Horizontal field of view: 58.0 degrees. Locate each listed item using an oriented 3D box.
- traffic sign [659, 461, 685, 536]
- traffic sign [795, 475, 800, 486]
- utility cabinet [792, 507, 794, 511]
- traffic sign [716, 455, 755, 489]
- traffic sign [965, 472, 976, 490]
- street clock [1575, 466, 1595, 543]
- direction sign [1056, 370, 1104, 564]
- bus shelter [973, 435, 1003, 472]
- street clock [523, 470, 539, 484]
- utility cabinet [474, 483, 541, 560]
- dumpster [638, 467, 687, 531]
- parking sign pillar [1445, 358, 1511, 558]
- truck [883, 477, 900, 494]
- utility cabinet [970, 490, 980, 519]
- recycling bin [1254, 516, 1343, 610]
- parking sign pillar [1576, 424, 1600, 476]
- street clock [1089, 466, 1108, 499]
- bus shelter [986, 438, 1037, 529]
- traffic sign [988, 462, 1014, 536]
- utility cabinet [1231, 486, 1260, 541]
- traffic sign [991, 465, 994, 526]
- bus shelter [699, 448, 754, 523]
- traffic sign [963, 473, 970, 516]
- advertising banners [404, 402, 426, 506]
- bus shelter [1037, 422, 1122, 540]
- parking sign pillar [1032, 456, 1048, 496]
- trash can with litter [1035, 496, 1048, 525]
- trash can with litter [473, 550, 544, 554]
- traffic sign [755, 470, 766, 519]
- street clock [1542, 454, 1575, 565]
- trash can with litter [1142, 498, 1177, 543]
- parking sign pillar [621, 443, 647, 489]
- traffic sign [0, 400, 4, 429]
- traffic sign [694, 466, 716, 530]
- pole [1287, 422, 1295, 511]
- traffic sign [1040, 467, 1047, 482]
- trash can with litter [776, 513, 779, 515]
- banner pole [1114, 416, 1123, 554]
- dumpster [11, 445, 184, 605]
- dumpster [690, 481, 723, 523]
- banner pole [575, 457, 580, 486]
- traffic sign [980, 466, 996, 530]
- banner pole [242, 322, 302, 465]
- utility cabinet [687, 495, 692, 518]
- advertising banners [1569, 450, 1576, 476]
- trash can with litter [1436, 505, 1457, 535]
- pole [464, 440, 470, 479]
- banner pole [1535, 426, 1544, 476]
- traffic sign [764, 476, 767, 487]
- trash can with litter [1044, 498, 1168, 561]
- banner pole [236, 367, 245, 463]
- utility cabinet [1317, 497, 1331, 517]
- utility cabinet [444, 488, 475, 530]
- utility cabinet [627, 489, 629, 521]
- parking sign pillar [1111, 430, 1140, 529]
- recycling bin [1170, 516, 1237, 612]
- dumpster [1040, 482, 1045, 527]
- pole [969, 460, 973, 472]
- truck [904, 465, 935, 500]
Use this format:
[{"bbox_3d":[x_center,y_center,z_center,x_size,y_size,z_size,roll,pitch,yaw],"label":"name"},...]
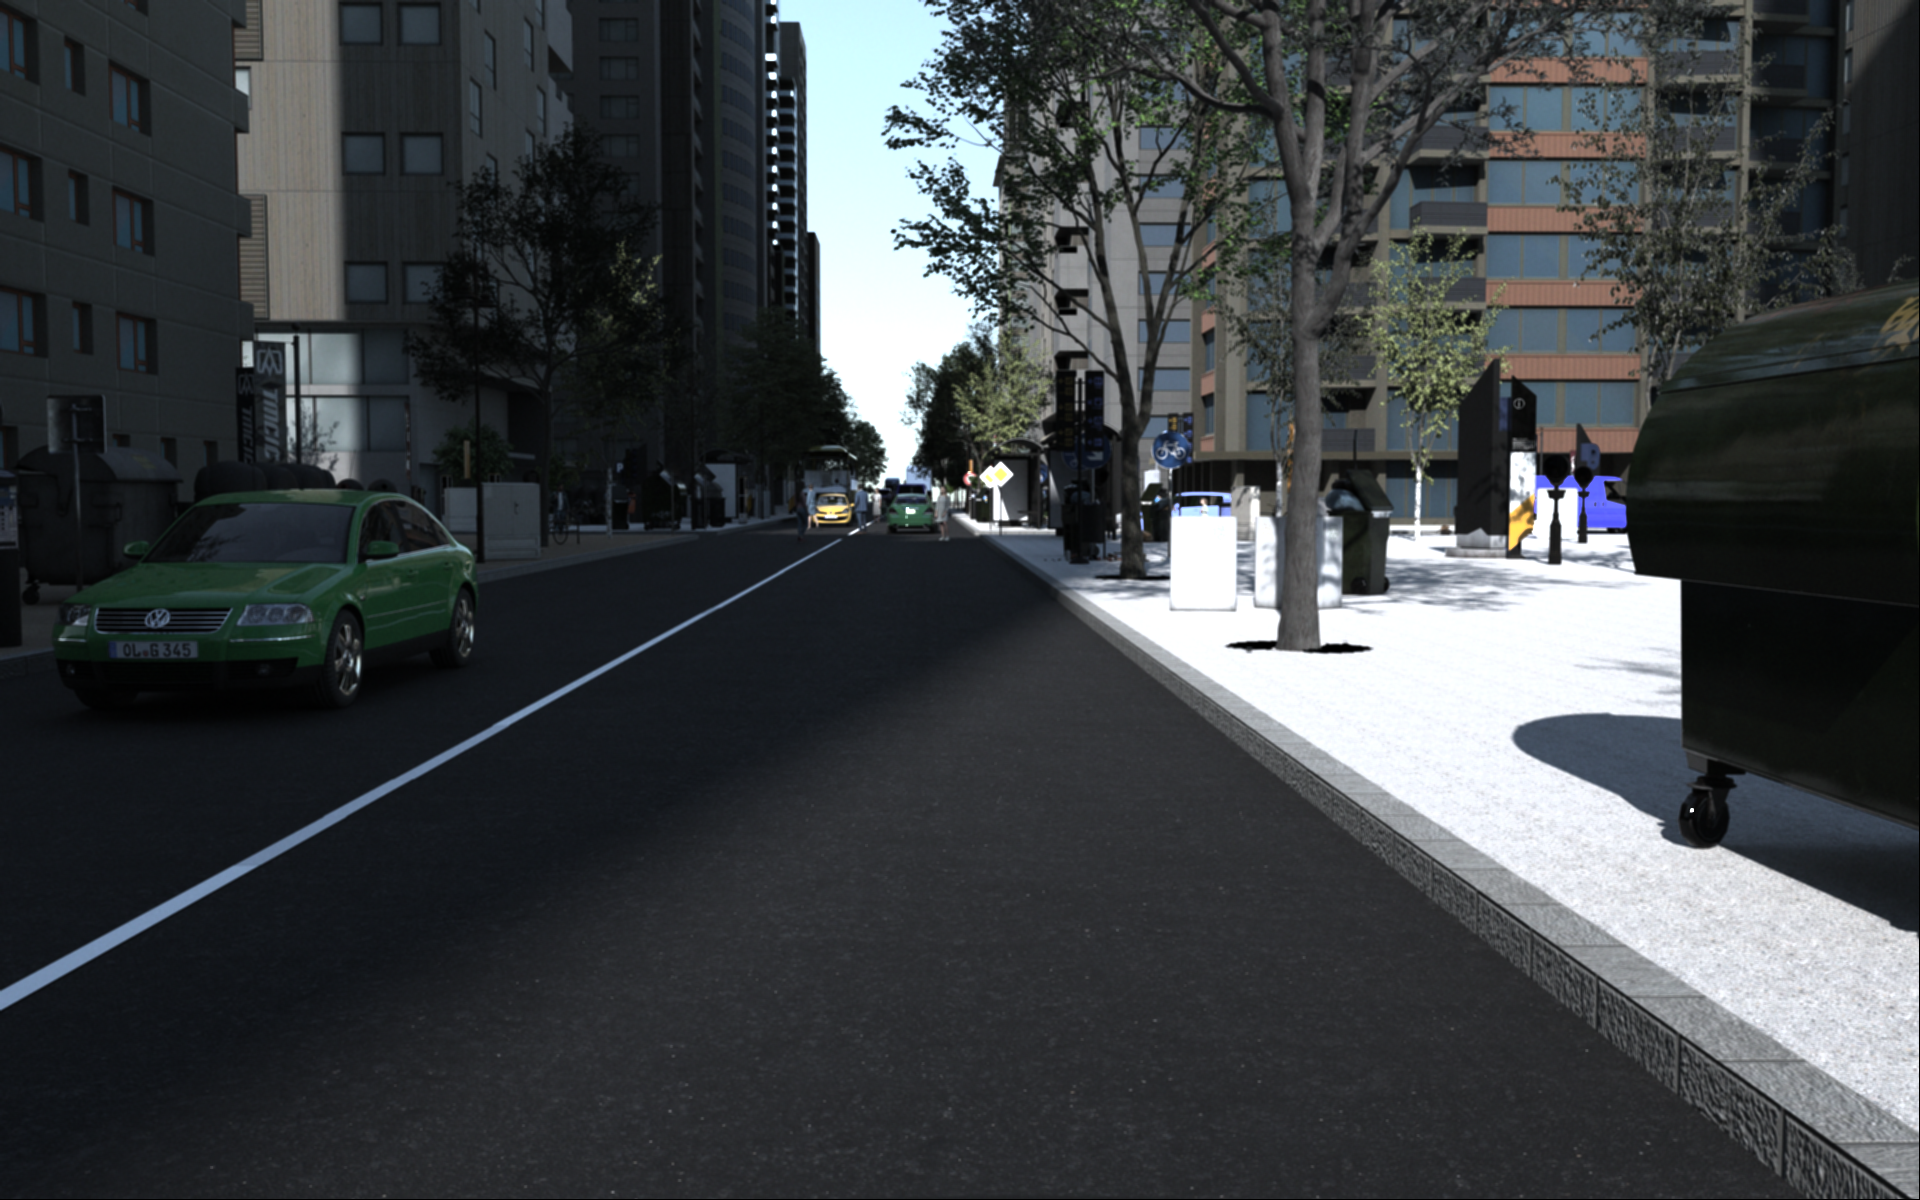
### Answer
[{"bbox_3d":[-8.839,-3.034,53.254,0.795,2.450,0.064,0,4,-1],"label":"traffic sign"},{"bbox_3d":[-10.596,-6.937,113.521,0.768,2.556,0.104,0,4,7],"label":"traffic sign"},{"bbox_3d":[-12.131,-7.350,128.858,0.318,1.500,1.173,1,4,23],"label":"utility cabinet"},{"bbox_3d":[-11.657,-5.823,89.080,2.265,3.308,0.079,0,4,0],"label":"traffic sign"},{"bbox_3d":[0.651,-6.176,101.076,0.768,2.556,0.104,0,4,3],"label":"traffic sign"},{"bbox_3d":[16.253,-2.482,45.147,0.471,2.002,0.358,2,4,35],"label":"street clock"},{"bbox_3d":[2.201,-2.437,31.837,0.876,3.537,0.379,0,4,-3],"label":"direction sign"},{"bbox_3d":[1.943,-8.408,115.099,2.179,5.291,8.768,0,4,-1],"label":"bus shelter"},{"bbox_3d":[-13.144,-2.967,53.087,0.358,2.002,0.471,2,4,29],"label":"street clock"},{"bbox_3d":[-8.755,-1.527,33.641,1.173,1.500,0.318,-3,5,-40],"label":"utility cabinet"},{"bbox_3d":[-10.524,-3.595,61.265,1.502,2.255,1.985,0,4,-1],"label":"dumpster"},{"bbox_3d":[10.634,-2.856,35.172,1.447,3.967,1.447,-1,4,-15],"label":"parking sign pillar"},{"bbox_3d":[-10.794,-18.114,285.929,2.967,4.110,18.799,0,4,0],"label":"truck"},{"bbox_3d":[0.895,-4.879,88.453,0.318,1.500,1.173,-2,4,-28],"label":"utility cabinet"},{"bbox_3d":[3.810,-0.425,19.496,0.722,1.027,0.722,-3,5,-39],"label":"recycling bin"},{"bbox_3d":[24.173,-4.783,66.675,1.447,3.967,1.447,3,5,43],"label":"parking sign pillar"},{"bbox_3d":[3.597,-2.473,45.006,0.471,2.002,0.358,-1,4,-12],"label":"street clock"},{"bbox_3d":[2.086,-4.348,65.011,2.014,3.302,5.546,0,4,-1],"label":"bus shelter"},{"bbox_3d":[1.254,-3.046,53.448,0.795,2.450,0.064,0,4,-1],"label":"traffic sign"},{"bbox_3d":[7.817,-2.378,47.554,0.318,1.500,1.173,-1,4,-18],"label":"utility cabinet"},{"bbox_3d":[1.362,-4.288,70.120,0.884,2.594,0.081,0,4,6],"label":"traffic sign"},{"bbox_3d":[-10.692,-5.210,79.103,2.014,3.302,5.546,0,4,-1],"label":"bus shelter"},{"bbox_3d":[0.586,-6.244,102.198,0.768,2.556,0.104,0,4,0],"label":"traffic sign"},{"bbox_3d":[-10.684,-2.310,33.952,0.090,3.025,2.074,0,4,-8],"label":"advertising banners"},{"bbox_3d":[3.505,-3.447,50.282,2.014,3.302,5.546,0,4,-1],"label":"bus shelter"},{"bbox_3d":[5.300,-7.596,112.663,1.447,3.967,1.447,-3,5,-41],"label":"parking sign pillar"},{"bbox_3d":[3.307,-3.757,72.821,0.624,1.170,1.055,1,4,19],"label":"trash can with litter"},{"bbox_3d":[-9.764,-1.627,37.667,1.678,1.210,2.233,2,4,26],"label":"trash can with litter"},{"bbox_3d":[-10.502,-5.530,90.519,0.768,2.556,0.104,0,4,4],"label":"traffic sign"},{"bbox_3d":[10.836,-1.646,31.487,0.471,2.002,0.358,2,4,33],"label":"street clock"},{"bbox_3d":[5.211,-2.124,46.116,1.055,1.170,0.624,-3,4,-37],"label":"trash can with litter"},{"bbox_3d":[-17.048,-6.249,90.640,1.447,3.967,1.447,-2,4,-35],"label":"parking sign pillar"},{"bbox_3d":[-10.943,-1.164,19.133,0.768,2.556,0.104,0,4,0],"label":"traffic sign"},{"bbox_3d":[-9.009,-3.523,61.237,0.795,2.450,0.064,0,4,-1],"label":"traffic sign"},{"bbox_3d":[9.200,-3.317,48.069,0.158,3.312,0.155,0,3,0],"label":"pole"},{"bbox_3d":[3.592,-4.850,79.396,0.768,2.556,0.104,0,4,1],"label":"traffic sign"},{"bbox_3d":[-11.801,-5.894,107.423,1.678,1.210,2.233,-1,4,-10],"label":"trash can with litter"},{"bbox_3d":[3.522,-2.870,36.943,0.401,3.779,0.863,0,4,-4],"label":"banner pole"},{"bbox_3d":[-10.264,-0.912,20.674,1.264,1.857,1.865,0,4,-1],"label":"dumpster"},{"bbox_3d":[-10.948,-4.220,74.750,1.264,1.857,1.865,0,4,-1],"label":"dumpster"},{"bbox_3d":[-23.420,-7.098,106.065,0.401,3.779,0.863,1,4,10],"label":"banner pole"},{"bbox_3d":[1.083,-3.534,61.431,0.795,2.450,0.064,0,4,-1],"label":"traffic sign"},{"bbox_3d":[-9.821,-2.147,25.125,0.863,3.779,0.401,-3,5,-41],"label":"banner pole"},{"bbox_3d":[-14.091,-4.981,92.607,1.020,1.237,0.306,-1,4,-18],"label":"utility cabinet"},{"bbox_3d":[23.960,-4.445,68.858,2.074,3.025,0.090,-3,5,-41],"label":"advertising banners"},{"bbox_3d":[15.534,-2.628,54.349,1.055,1.170,0.624,0,4,7],"label":"trash can with litter"},{"bbox_3d":[-18.758,-4.412,65.978,0.158,3.312,0.155,0,3,0],"label":"pole"},{"bbox_3d":[21.171,-4.514,63.817,0.863,3.779,0.401,3,4,36],"label":"banner pole"},{"bbox_3d":[-10.997,-5.743,96.023,0.606,2.300,0.079,0,4,4],"label":"traffic sign"},{"bbox_3d":[2.880,-1.365,33.376,2.233,1.210,1.678,2,4,25],"label":"trash can with litter"},{"bbox_3d":[-12.213,-2.447,30.024,0.863,3.779,0.401,1,4,22],"label":"banner pole"},{"bbox_3d":[22.705,-5.974,108.839,1.020,1.237,0.306,0,4,5],"label":"utility cabinet"},{"bbox_3d":[-17.463,-3.173,60.563,0.318,1.500,1.173,3,4,37],"label":"utility cabinet"},{"bbox_3d":[-16.149,-4.444,81.338,1.173,1.500,0.318,-1,4,-22],"label":"utility cabinet"},{"bbox_3d":[5.857,-4.630,64.181,1.447,3.967,1.447,1,4,20],"label":"parking sign pillar"},{"bbox_3d":[2.713,-0.410,19.266,0.722,1.027,0.722,1,4,9],"label":"recycling bin"},{"bbox_3d":[2.725,-3.871,69.044,1.264,1.857,1.865,0,4,-1],"label":"dumpster"},{"bbox_3d":[0.669,-6.685,103.143,0.158,3.312,0.155,0,3,0],"label":"pole"},{"bbox_3d":[-3.870,-10.203,156.583,2.967,4.110,18.799,0,3,0],"label":"truck"}]
